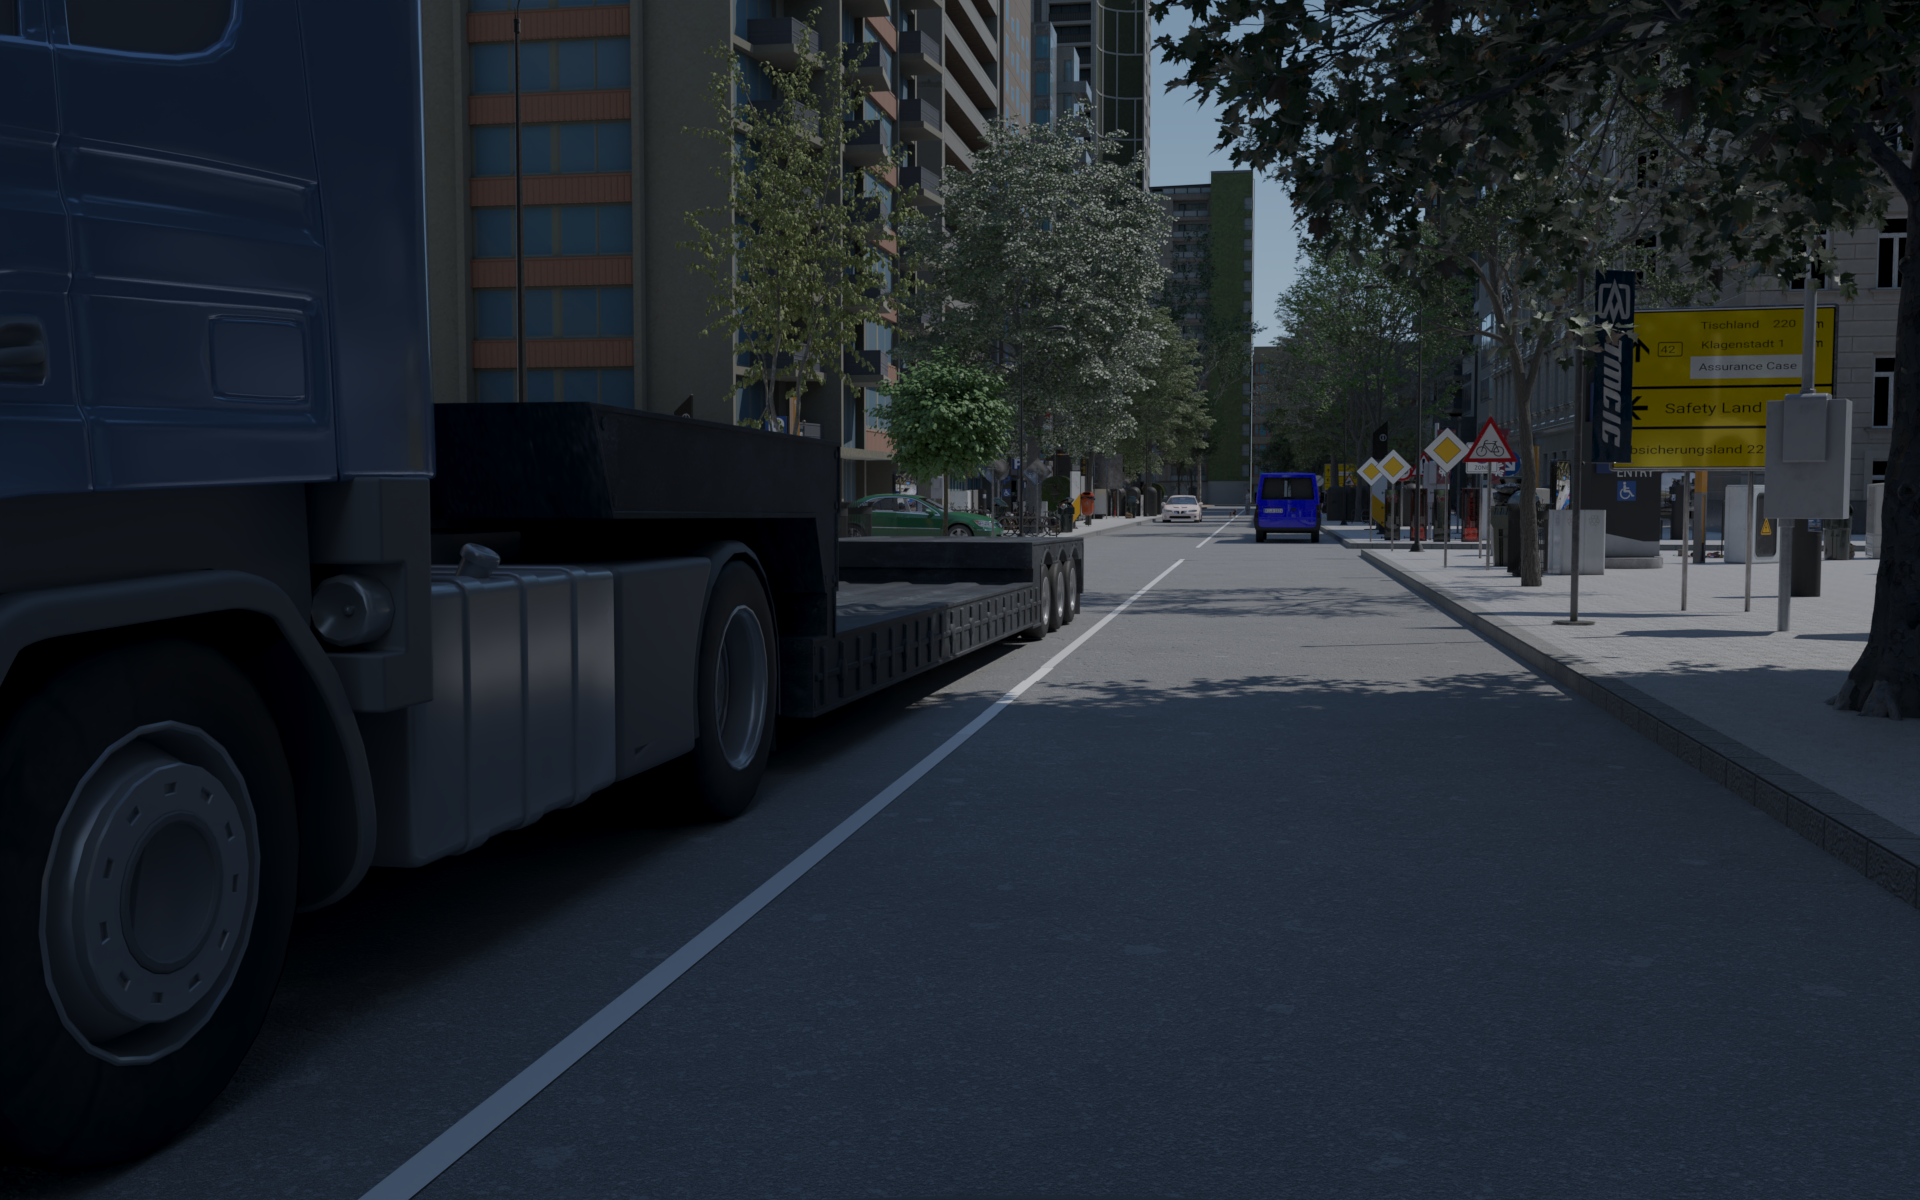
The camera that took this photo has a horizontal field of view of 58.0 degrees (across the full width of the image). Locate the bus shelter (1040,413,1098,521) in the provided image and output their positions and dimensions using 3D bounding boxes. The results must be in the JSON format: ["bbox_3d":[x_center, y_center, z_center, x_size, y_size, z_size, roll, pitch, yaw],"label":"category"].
[{"bbox_3d":[5.034,-6.407,82.386,2.179,5.291,8.768,1,4,10],"label":"bus shelter"}]

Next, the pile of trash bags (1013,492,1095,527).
[{"bbox_3d":[3.661,-3.598,68.586,3.447,1.369,1.912,1,4,15],"label":"pile of trash bags"}]

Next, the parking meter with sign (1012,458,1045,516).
[{"bbox_3d":[3.513,-5.653,88.693,1.738,3.016,0.543,-3,4,-37],"label":"parking meter with sign"}]

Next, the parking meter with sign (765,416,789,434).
[{"bbox_3d":[-4.423,-2.561,38.132,0.543,3.016,1.738,1,4,23],"label":"parking meter with sign"}]

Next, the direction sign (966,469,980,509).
[{"bbox_3d":[0.629,-5.699,85.177,0.876,3.537,0.379,-3,4,-39],"label":"direction sign"}]

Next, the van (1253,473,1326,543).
[{"bbox_3d":[9.992,-2.954,52.681,2.240,2.365,5.245,1,4,11],"label":"van"}]

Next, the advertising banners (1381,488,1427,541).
[{"bbox_3d":[12.483,-3.119,47.188,2.074,3.025,0.090,3,4,38],"label":"advertising banners"}]

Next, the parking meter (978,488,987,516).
[{"bbox_3d":[0.970,-4.122,75.803,0.372,1.533,0.369,0,3,0],"label":"parking meter"}]

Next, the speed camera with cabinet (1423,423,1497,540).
[{"bbox_3d":[13.986,-3.298,48.255,2.038,3.252,0.660,1,4,19],"label":"speed camera with cabinet"}]

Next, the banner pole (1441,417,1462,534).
[{"bbox_3d":[15.954,-4.047,56.185,0.863,3.779,0.401,3,5,40],"label":"banner pole"}]

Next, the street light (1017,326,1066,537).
[{"bbox_3d":[2.239,-4.614,47.979,1.470,5.913,1.316,1,4,10],"label":"street light"}]

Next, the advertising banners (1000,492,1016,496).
[{"bbox_3d":[3.052,-7.663,121.471,2.074,3.025,0.090,0,4,-5],"label":"advertising banners"}]

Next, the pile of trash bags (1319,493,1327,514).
[{"bbox_3d":[23.885,-6.414,114.616,1.912,1.369,3.447,1,4,15],"label":"pile of trash bags"}]

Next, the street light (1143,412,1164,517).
[{"bbox_3d":[11.035,-7.636,97.390,1.470,5.913,1.316,1,4,10],"label":"street light"}]

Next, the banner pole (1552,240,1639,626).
[{"bbox_3d":[6.268,-1.651,17.015,0.863,3.779,0.401,-1,4,-17],"label":"banner pole"}]

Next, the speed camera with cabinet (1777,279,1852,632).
[{"bbox_3d":[8.503,-1.313,15.809,2.038,3.252,0.660,2,4,32],"label":"speed camera with cabinet"}]

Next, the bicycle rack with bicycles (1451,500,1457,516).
[{"bbox_3d":[30.847,-5.606,105.044,2.852,0.926,2.925,-1,4,-17],"label":"bicycle rack with bicycles"}]

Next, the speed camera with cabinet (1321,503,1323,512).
[{"bbox_3d":[26.177,-7.701,120.249,2.038,3.252,0.660,1,4,21],"label":"speed camera with cabinet"}]

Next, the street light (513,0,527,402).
[{"bbox_3d":[-3.375,-2.616,15.319,1.470,5.913,1.316,1,4,10],"label":"street light"}]

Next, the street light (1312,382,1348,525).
[{"bbox_3d":[15.315,-6.047,71.408,1.470,5.913,1.316,1,4,10],"label":"street light"}]

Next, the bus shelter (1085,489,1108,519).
[{"bbox_3d":[7.196,-5.931,90.895,2.014,3.302,5.546,1,4,10],"label":"bus shelter"}]

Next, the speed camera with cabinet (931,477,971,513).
[{"bbox_3d":[-0.483,-5.937,91.404,2.038,3.252,0.660,1,4,18],"label":"speed camera with cabinet"}]

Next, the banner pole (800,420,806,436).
[{"bbox_3d":[-5.305,-4.181,58.383,0.401,3.779,0.863,0,4,8],"label":"banner pole"}]

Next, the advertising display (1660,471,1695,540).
[{"bbox_3d":[20.303,-2.677,48.977,0.974,1.923,0.123,2,4,29],"label":"advertising display"}]

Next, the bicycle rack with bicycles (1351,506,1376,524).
[{"bbox_3d":[18.233,-3.763,74.906,2.852,0.926,2.925,-2,4,-24],"label":"bicycle rack with bicycles"}]

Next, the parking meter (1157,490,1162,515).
[{"bbox_3d":[12.223,-6.005,106.584,0.372,1.533,0.369,0,3,0],"label":"parking meter"}]

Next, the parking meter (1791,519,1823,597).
[{"bbox_3d":[10.589,-0.812,21.685,0.372,1.533,0.369,0,3,0],"label":"parking meter"}]

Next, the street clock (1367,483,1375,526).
[{"bbox_3d":[16.595,-3.985,69.722,0.358,2.002,0.471,3,5,40],"label":"street clock"}]

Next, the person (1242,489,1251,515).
[{"bbox_3d":[19.446,-6.631,117.493,0.524,1.755,0.480,-2,4,-33],"label":"person"}]

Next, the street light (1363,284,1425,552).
[{"bbox_3d":[9.606,-4.026,38.361,1.470,5.913,1.316,1,4,10],"label":"street light"}]

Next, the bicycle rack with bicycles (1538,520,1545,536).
[{"bbox_3d":[18.178,-2.474,53.830,2.925,0.926,2.852,0,4,-4],"label":"bicycle rack with bicycles"}]

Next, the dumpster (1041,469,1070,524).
[{"bbox_3d":[3.731,-3.877,65.877,1.502,2.255,1.985,1,4,10],"label":"dumpster"}]

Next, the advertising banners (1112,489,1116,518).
[{"bbox_3d":[8.518,-6.063,95.320,0.090,3.025,2.074,1,4,10],"label":"advertising banners"}]

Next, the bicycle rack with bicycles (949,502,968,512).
[{"bbox_3d":[0.082,-3.714,74.110,2.925,0.926,2.852,0,4,-7],"label":"bicycle rack with bicycles"}]

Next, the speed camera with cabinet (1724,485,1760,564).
[{"bbox_3d":[15.119,-2.319,32.245,2.038,3.252,0.660,-2,4,-32],"label":"speed camera with cabinet"}]

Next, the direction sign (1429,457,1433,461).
[{"bbox_3d":[25.815,-6.304,95.070,0.379,3.537,0.876,0,4,3],"label":"direction sign"}]

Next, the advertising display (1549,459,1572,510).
[{"bbox_3d":[11.233,-1.664,32.424,0.123,1.923,0.974,2,4,35],"label":"advertising display"}]

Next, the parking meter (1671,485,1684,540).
[{"bbox_3d":[20.071,-2.444,48.369,0.372,1.533,0.369,0,3,0],"label":"parking meter"}]

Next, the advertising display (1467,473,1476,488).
[{"bbox_3d":[15.274,-2.849,51.795,0.123,1.923,0.974,1,4,8],"label":"advertising display"}]

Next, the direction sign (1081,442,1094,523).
[{"bbox_3d":[5.560,-5.111,75.567,0.379,3.537,0.876,-2,4,-35],"label":"direction sign"}]

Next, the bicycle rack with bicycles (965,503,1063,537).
[{"bbox_3d":[1.733,-2.341,51.659,2.925,0.926,2.852,0,4,-2],"label":"bicycle rack with bicycles"}]

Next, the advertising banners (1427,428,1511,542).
[{"bbox_3d":[13.607,-3.059,46.195,2.074,3.025,0.090,0,4,3],"label":"advertising banners"}]
